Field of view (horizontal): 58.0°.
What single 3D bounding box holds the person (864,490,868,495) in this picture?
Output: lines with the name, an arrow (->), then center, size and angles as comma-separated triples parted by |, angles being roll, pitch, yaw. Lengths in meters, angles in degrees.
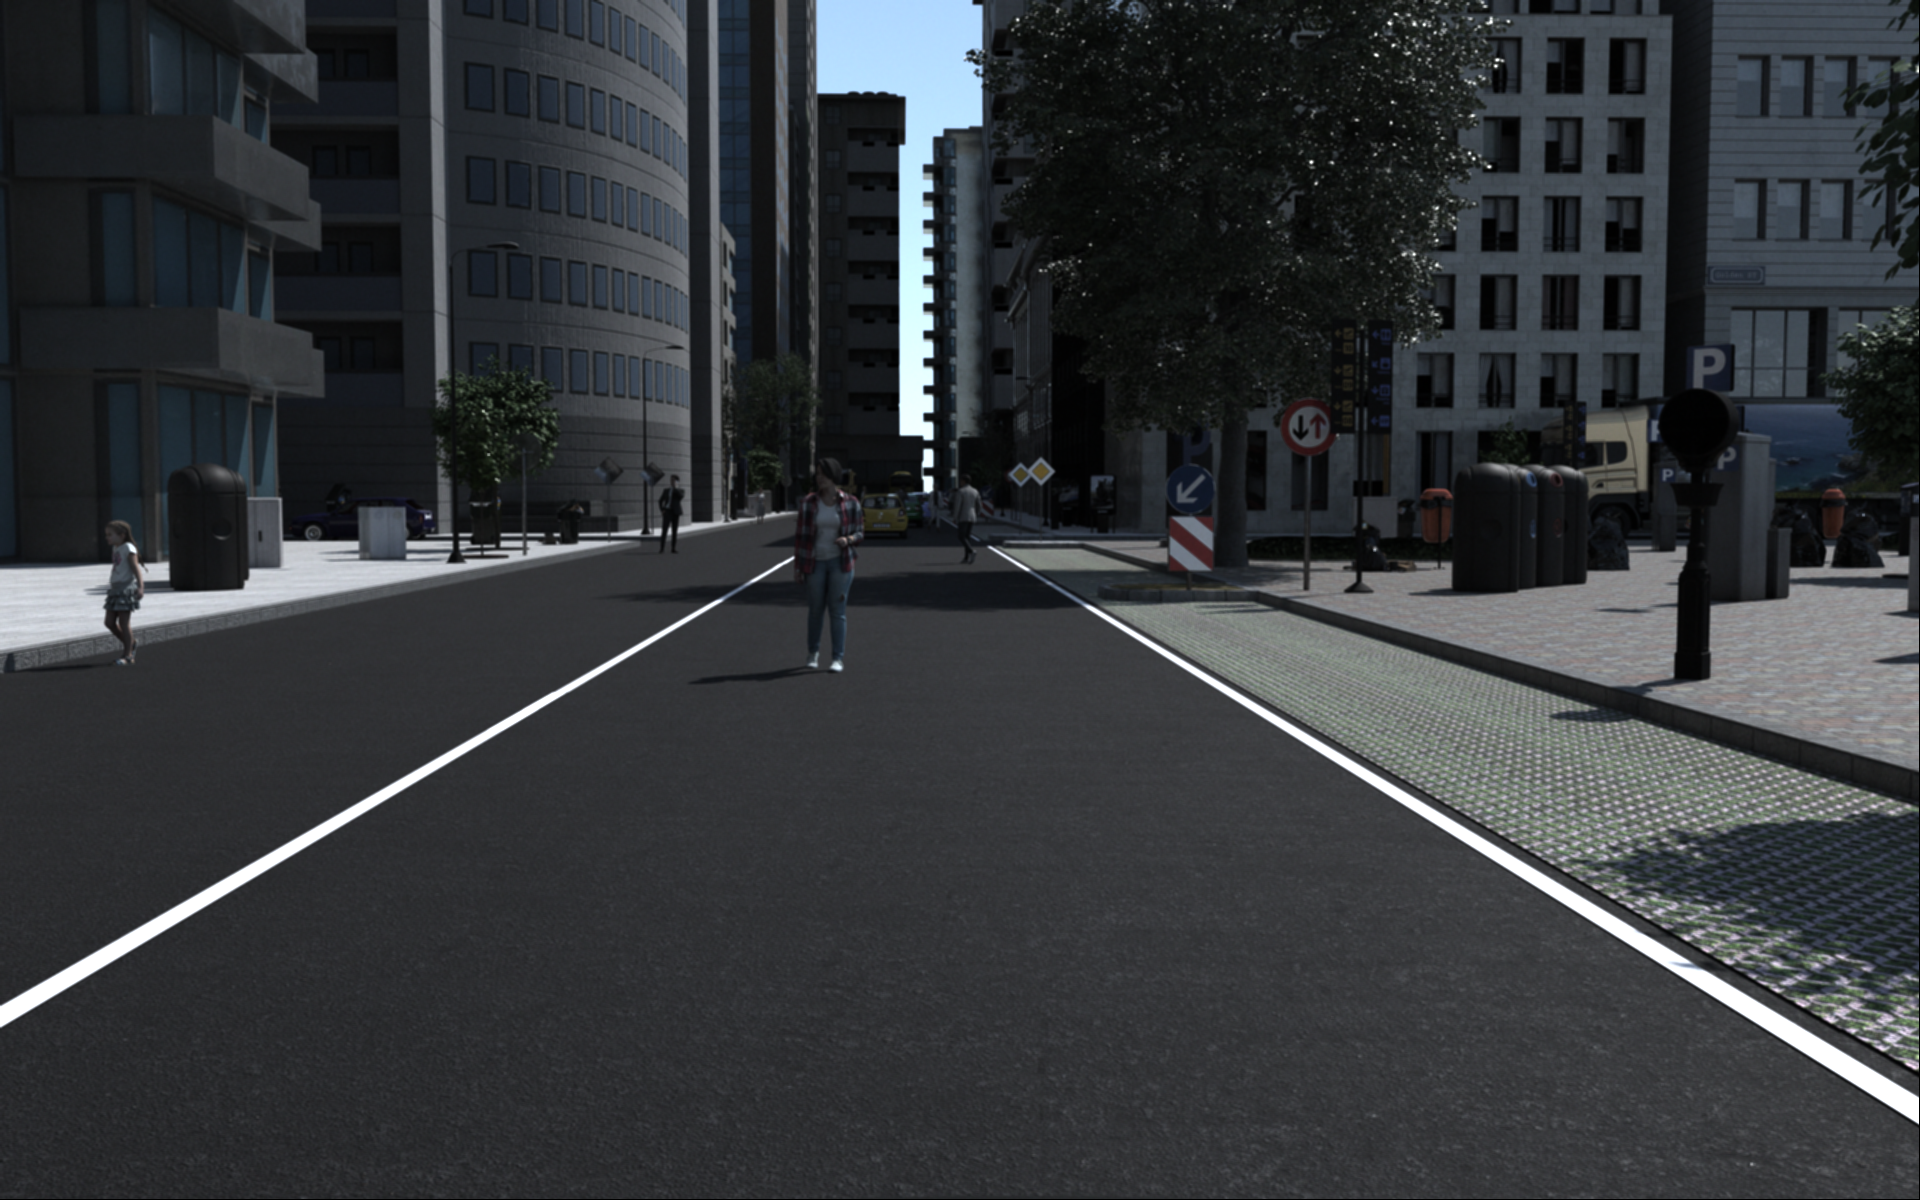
person -> -4.208, -4.128, 77.804 | 0.330, 1.601, 0.589 | 0, 4, 3

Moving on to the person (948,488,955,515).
person -> -0.500, -6.677, 117.767 | 0.767, 1.812, 0.694 | 0, 4, -7

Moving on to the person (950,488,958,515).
person -> -0.270, -6.119, 108.812 | 0.850, 1.792, 0.678 | -2, 4, -31

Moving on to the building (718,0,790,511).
building -> -20.762, -29.674, 135.286 | 14.600, 45.320, 14.200 | 0, 4, -2

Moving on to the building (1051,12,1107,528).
building -> 10.717, -14.908, 73.424 | 12.332, 23.373, 15.834 | 0, 4, -2

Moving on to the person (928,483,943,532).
person -> -0.952, -3.494, 65.501 | 0.514, 1.842, 0.818 | -2, 4, -28

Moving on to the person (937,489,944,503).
person -> -1.508, -6.744, 119.043 | 0.678, 1.792, 0.850 | -2, 4, -30

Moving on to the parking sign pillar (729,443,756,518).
parking sign pillar -> -11.649, -6.372, 92.662 | 1.447, 3.967, 1.447 | 0, 4, 1

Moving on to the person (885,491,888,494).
person -> -6.888, -9.185, 159.195 | 0.721, 1.766, 1.217 | -2, 4, -24

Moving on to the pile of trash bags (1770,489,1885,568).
pile of trash bags -> 15.899, -1.344, 31.724 | 1.912, 1.369, 3.447 | 2, 4, 29

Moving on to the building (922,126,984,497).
building -> 10.376, -37.050, 225.377 | 30.456, 49.044, 23.786 | 0, 4, -2

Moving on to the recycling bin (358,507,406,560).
recycling bin -> -11.384, -1.320, 34.128 | 0.722, 1.027, 0.722 | -3, 4, -37

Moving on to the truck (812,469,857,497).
truck -> -9.644, -8.591, 136.388 | 3.469, 3.379, 9.791 | 0, 4, -1

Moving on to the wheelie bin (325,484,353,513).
wheelie bin -> -19.093, -2.778, 53.336 | 0.980, 1.594, 0.693 | 3, 5, 42

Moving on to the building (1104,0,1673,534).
building -> 14.045, -12.567, 60.224 | 16.860, 20.320, 10.420 | 0, 4, -2

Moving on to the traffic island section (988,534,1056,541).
traffic island section -> 1.923, -1.966, 54.424 | 2.009, 0.180, 2.903 | 0, 4, -2

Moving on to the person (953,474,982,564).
person -> 0.186, -1.675, 35.734 | 0.661, 1.843, 0.795 | -3, 4, -36

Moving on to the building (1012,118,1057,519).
building -> 10.360, -15.387, 93.376 | 13.314, 21.916, 24.055 | 0, 4, -2

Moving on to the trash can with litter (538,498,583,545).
trash can with litter -> -10.172, -2.002, 44.122 | 1.055, 1.170, 0.624 | -2, 4, -33

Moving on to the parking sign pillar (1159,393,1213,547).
parking sign pillar -> 5.583, -3.279, 42.085 | 1.447, 3.967, 1.447 | -3, 5, -45

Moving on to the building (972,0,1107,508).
building -> 16.028, -34.890, 159.686 | 28.713, 52.752, 27.495 | 0, 4, -2

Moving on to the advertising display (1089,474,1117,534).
advertising display -> 4.660, -3.135, 56.472 | 0.974, 1.923, 0.123 | 3, 4, 38

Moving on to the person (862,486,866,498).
person -> -5.036, -5.022, 90.496 | 0.818, 1.842, 0.514 | -1, 4, -15

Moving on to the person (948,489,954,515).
person -> -0.538, -6.283, 111.711 | 0.515, 1.767, 0.782 | 0, 4, 8

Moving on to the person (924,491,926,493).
person -> -3.926, -11.677, 200.131 | 1.217, 1.735, 0.721 | 3, 5, 44

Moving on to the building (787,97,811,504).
building -> -22.436, -29.978, 173.740 | 14.154, 41.232, 14.086 | 0, 4, -2

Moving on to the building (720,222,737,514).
building -> -28.734, -15.842, 104.055 | 27.650, 21.520, 28.899 | 0, 4, -2

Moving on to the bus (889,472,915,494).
bus -> -6.422, -12.206, 191.114 | 2.896, 3.916, 12.252 | 0, 4, -1

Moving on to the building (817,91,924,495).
building -> -18.680, -39.022, 227.247 | 27.495, 52.752, 28.713 | 0, 4, -2

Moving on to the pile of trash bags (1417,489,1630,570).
pile of trash bags -> 9.616, -1.230, 29.865 | 3.447, 1.369, 1.912 | 0, 3, 0

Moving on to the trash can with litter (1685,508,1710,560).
trash can with litter -> 10.914, -0.856, 25.382 | 0.624, 1.170, 1.055 | 1, 4, 18

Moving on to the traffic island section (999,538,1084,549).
traffic island section -> 2.186, -1.478, 46.443 | 2.009, 0.180, 2.903 | 0, 4, -2

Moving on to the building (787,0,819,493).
building -> -26.560, -46.144, 192.709 | 20.611, 71.187, 20.563 | 0, 4, -2

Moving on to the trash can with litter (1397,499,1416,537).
trash can with litter -> 10.858, -1.945, 43.193 | 0.624, 1.170, 1.055 | -2, 4, -28

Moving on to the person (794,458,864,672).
person -> -1.062, -0.290, 14.077 | 0.563, 1.720, 0.643 | 0, 4, 3

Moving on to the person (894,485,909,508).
person -> -2.355, -3.693, 69.054 | 0.592, 1.802, 0.473 | 3, 5, 39

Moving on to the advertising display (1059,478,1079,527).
advertising display -> 4.213, -3.854, 68.227 | 0.974, 1.923, 0.123 | 0, 4, -8

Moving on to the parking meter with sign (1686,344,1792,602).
parking meter with sign -> 9.427, -1.505, 20.868 | 1.738, 3.016, 0.543 | -3, 4, -39

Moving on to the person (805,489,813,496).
person -> -8.952, -5.732, 102.793 | 0.524, 1.755, 0.480 | 0, 4, 2

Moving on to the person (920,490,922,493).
person -> -3.897, -10.197, 175.088 | 0.709, 1.838, 0.599 | 1, 4, 14

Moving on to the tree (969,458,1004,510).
tree -> 2.169, -9.752, 143.154 | 4.285, 4.588, 4.351 | 0, 3, 0

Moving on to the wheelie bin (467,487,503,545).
wheelie bin -> -12.071, -2.211, 44.056 | 0.980, 1.594, 0.693 | 1, 4, 12

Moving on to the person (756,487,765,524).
person -> -9.505, -4.498, 82.606 | 0.480, 1.755, 0.524 | -2, 4, -26

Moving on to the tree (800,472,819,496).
tree -> -13.142, -9.555, 150.830 | 1.663, 3.219, 1.824 | 0, 3, 0

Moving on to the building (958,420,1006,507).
building -> 11.390, -53.519, 187.712 | 22.319, 86.520, 31.000 | 0, 4, -2

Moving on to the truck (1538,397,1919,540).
truck -> 22.271, -3.808, 51.167 | 11.283, 4.237, 2.839 | 0, 4, -1

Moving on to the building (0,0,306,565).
building -> -28.848, -25.125, 30.395 | 30.456, 49.044, 23.786 | 0, 4, -2

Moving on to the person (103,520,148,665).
person -> -6.965, -0.064, 14.561 | 0.505, 1.210, 0.382 | 3, 4, 36

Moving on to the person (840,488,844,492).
person -> -6.828, -5.621, 100.748 | 0.721, 1.781, 0.623 | 1, 4, 11

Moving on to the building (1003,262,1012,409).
building -> 10.276, -16.888, 117.915 | 13.314, 21.916, 24.055 | 0, 4, -2

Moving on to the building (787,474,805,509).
building -> -30.338, -28.290, 154.422 | 32.217, 40.220, 23.993 | 0, 4, -2

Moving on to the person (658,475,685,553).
person -> -6.989, -2.088, 42.008 | 0.648, 1.900, 0.474 | -1, 4, -13

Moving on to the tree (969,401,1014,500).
tree -> 2.486, -11.336, 135.702 | 4.360, 8.622, 3.978 | 0, 3, 0

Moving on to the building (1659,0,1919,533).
building -> 38.441, -17.335, 60.925 | 29.804, 29.767, 11.434 | 0, 4, -2

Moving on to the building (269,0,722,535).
building -> -21.394, -32.089, 66.659 | 21.231, 58.520, 28.212 | 0, 4, -2

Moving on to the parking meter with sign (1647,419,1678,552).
parking meter with sign -> 16.010, -2.638, 39.387 | 0.543, 3.016, 1.738 | 1, 4, 13

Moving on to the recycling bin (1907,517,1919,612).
recycling bin -> 10.780, -0.376, 18.708 | 0.722, 1.027, 0.722 | 0, 4, 2
